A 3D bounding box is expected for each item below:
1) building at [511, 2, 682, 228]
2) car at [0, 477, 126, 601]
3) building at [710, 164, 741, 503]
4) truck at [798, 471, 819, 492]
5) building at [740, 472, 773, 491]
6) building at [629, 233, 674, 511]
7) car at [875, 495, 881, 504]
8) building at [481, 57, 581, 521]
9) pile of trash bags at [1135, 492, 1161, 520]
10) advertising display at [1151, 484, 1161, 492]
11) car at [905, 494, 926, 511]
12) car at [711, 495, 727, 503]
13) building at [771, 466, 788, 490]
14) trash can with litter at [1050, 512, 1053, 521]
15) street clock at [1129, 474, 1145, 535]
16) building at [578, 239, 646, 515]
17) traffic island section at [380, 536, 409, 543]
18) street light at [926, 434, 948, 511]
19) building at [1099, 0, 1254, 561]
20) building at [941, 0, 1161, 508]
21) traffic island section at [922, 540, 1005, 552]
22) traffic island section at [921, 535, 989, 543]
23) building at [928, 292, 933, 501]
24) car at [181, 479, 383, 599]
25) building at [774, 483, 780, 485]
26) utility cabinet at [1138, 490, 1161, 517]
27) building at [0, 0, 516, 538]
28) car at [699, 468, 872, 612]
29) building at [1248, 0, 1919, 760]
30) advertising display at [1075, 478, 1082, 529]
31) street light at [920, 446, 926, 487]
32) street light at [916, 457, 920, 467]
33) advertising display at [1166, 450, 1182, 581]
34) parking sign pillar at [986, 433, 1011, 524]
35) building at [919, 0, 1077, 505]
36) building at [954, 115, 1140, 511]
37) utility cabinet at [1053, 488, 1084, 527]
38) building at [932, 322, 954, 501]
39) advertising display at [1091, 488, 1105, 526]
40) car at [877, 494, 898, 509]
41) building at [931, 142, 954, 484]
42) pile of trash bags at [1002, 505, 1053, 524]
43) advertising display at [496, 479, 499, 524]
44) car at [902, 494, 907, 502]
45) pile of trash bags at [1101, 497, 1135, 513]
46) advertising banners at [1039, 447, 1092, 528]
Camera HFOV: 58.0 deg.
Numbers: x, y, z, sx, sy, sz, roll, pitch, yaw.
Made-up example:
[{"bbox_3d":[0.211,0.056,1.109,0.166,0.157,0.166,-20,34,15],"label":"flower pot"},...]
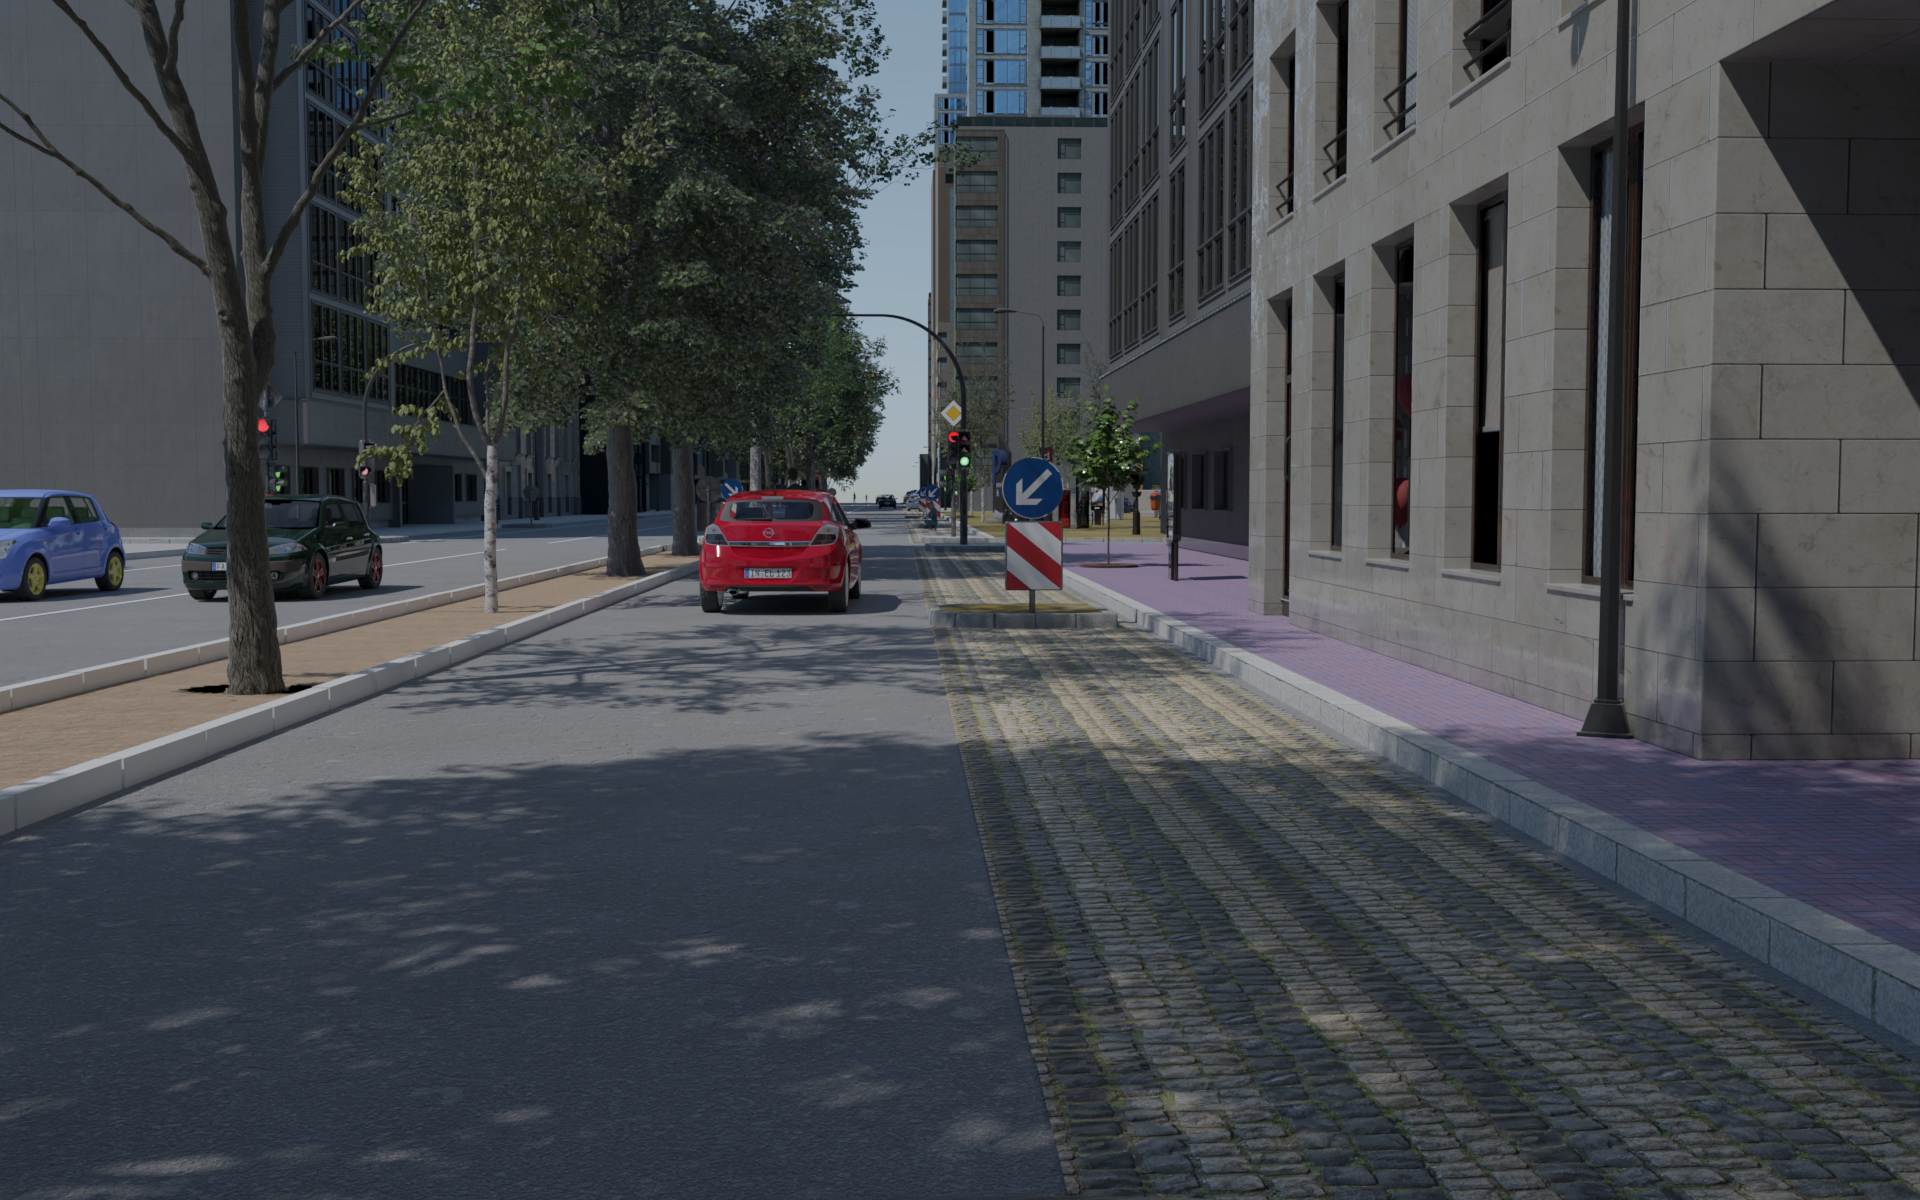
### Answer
[{"bbox_3d":[-31.275,-30.366,146.591,14.600,45.320,14.200,0,4,-2],"label":"building"},{"bbox_3d":[-13.263,-0.899,24.289,1.945,1.707,3.694,0,4,-2],"label":"car"},{"bbox_3d":[-31.854,-30.957,189.736,14.154,41.232,14.086,0,4,-2],"label":"building"},{"bbox_3d":[-14.786,-11.400,175.308,2.839,4.237,11.283,0,4,-3],"label":"truck"},{"bbox_3d":[-36.874,-34.827,224.045,22.147,44.769,28.867,0,4,-2],"label":"building"},{"bbox_3d":[-29.662,-22.096,132.965,14.160,30.474,14.107,0,4,-2],"label":"building"},{"bbox_3d":[-11.325,-14.523,250.024,1.945,1.354,3.894,0,4,-3],"label":"car"},{"bbox_3d":[-28.477,-18.107,93.305,12.463,27.353,25.104,0,4,-2],"label":"building"},{"bbox_3d":[10.934,-4.810,88.389,3.447,1.369,1.912,-3,5,-42],"label":"pile of trash bags"},{"bbox_3d":[12.623,-6.476,111.092,0.123,1.923,0.974,-2,4,-32],"label":"advertising display"},{"bbox_3d":[-3.530,-8.040,143.451,2.014,1.417,4.499,0,4,-3],"label":"car"},{"bbox_3d":[-10.365,-4.011,77.577,2.014,1.417,4.499,0,4,-1],"label":"car"},{"bbox_3d":[-34.881,-30.806,275.379,14.160,30.474,14.107,0,4,-2],"label":"building"},{"bbox_3d":[3.587,-3.409,67.120,1.055,1.170,0.624,0,4,-3],"label":"trash can with litter"},{"bbox_3d":[5.550,-3.049,54.428,0.358,2.002,0.471,-3,5,-39],"label":"street clock"},{"bbox_3d":[-28.171,-17.409,114.320,12.332,23.373,15.834,0,4,-2],"label":"building"},{"bbox_3d":[-17.602,-1.780,51.376,2.009,0.180,2.903,0,4,-2],"label":"traffic island section"},{"bbox_3d":[-1.678,-9.907,134.519,1.470,5.913,1.316,0,4,-2],"label":"street light"},{"bbox_3d":[10.924,-14.525,30.991,14.314,27.812,24.014,0,4,-2],"label":"building"},{"bbox_3d":[9.476,-51.636,156.921,22.319,86.520,31.000,0,4,-2],"label":"building"},{"bbox_3d":[0.111,-1.329,44.005,2.009,0.180,2.903,0,4,-2],"label":"traffic island section"},{"bbox_3d":[-0.171,-1.817,51.985,2.009,0.180,2.903,0,4,-2],"label":"traffic island section"},{"bbox_3d":[2.380,-29.121,247.823,14.160,30.474,14.107,0,4,-2],"label":"building"},{"bbox_3d":[-9.627,-0.919,24.806,2.009,1.686,4.222,0,4,-2],"label":"car"},{"bbox_3d":[-38.031,-36.611,253.212,22.147,44.769,28.867,0,4,-2],"label":"building"},{"bbox_3d":[10.242,-5.237,94.311,0.318,1.500,1.173,-3,5,-41],"label":"utility cabinet"},{"bbox_3d":[-27.157,-15.045,65.044,14.314,24.678,30.058,0,4,-2],"label":"building"},{"bbox_3d":[-2.247,-0.820,22.448,2.155,1.783,4.494,0,3,0],"label":"car"},{"bbox_3d":[8.662,-9.512,10.275,10.420,20.320,16.860,0,4,-2],"label":"building"},{"bbox_3d":[4.393,-3.594,63.982,0.123,1.923,0.974,1,4,12],"label":"advertising display"},{"bbox_3d":[-2.898,-12.012,168.932,1.470,5.913,1.316,0,4,-2],"label":"street light"},{"bbox_3d":[-4.095,-14.107,203.190,1.470,5.913,1.316,0,4,-2],"label":"street light"},{"bbox_3d":[3.193,-1.264,25.888,0.123,1.923,0.974,0,4,1],"label":"advertising display"},{"bbox_3d":[1.844,-5.350,75.946,1.447,3.967,1.447,-1,4,-18],"label":"parking sign pillar"},{"bbox_3d":[4.931,-58.521,269.485,22.319,86.520,31.000,0,4,-2],"label":"building"},{"bbox_3d":[6.466,-22.281,136.000,14.160,30.474,14.107,0,4,-2],"label":"building"},{"bbox_3d":[4.113,-3.494,65.799,1.173,1.500,0.318,0,4,2],"label":"utility cabinet"},{"bbox_3d":[11.057,-21.062,189.403,27.650,21.520,28.899,0,4,-2],"label":"building"},{"bbox_3d":[5.656,-4.025,71.021,0.123,1.923,0.974,-2,4,-26],"label":"advertising display"},{"bbox_3d":[-7.095,-9.768,169.500,2.009,1.686,4.222,0,4,-2],"label":"car"},{"bbox_3d":[3.964,-34.794,218.987,14.600,45.320,14.200,0,4,-2],"label":"building"},{"bbox_3d":[3.536,-3.901,73.539,3.447,1.369,1.912,0,4,-6],"label":"pile of trash bags"},{"bbox_3d":[-19.798,-4.190,73.716,0.123,1.923,0.974,0,4,-1],"label":"advertising display"},{"bbox_3d":[-7.918,-15.704,266.982,2.015,1.641,3.980,0,4,-3],"label":"car"},{"bbox_3d":[9.638,-6.513,116.236,3.447,1.369,1.912,-1,4,-10],"label":"pile of trash bags"},{"bbox_3d":[3.941,-4.198,64.829,2.074,3.025,0.090,-1,4,-14],"label":"advertising banners"}]
